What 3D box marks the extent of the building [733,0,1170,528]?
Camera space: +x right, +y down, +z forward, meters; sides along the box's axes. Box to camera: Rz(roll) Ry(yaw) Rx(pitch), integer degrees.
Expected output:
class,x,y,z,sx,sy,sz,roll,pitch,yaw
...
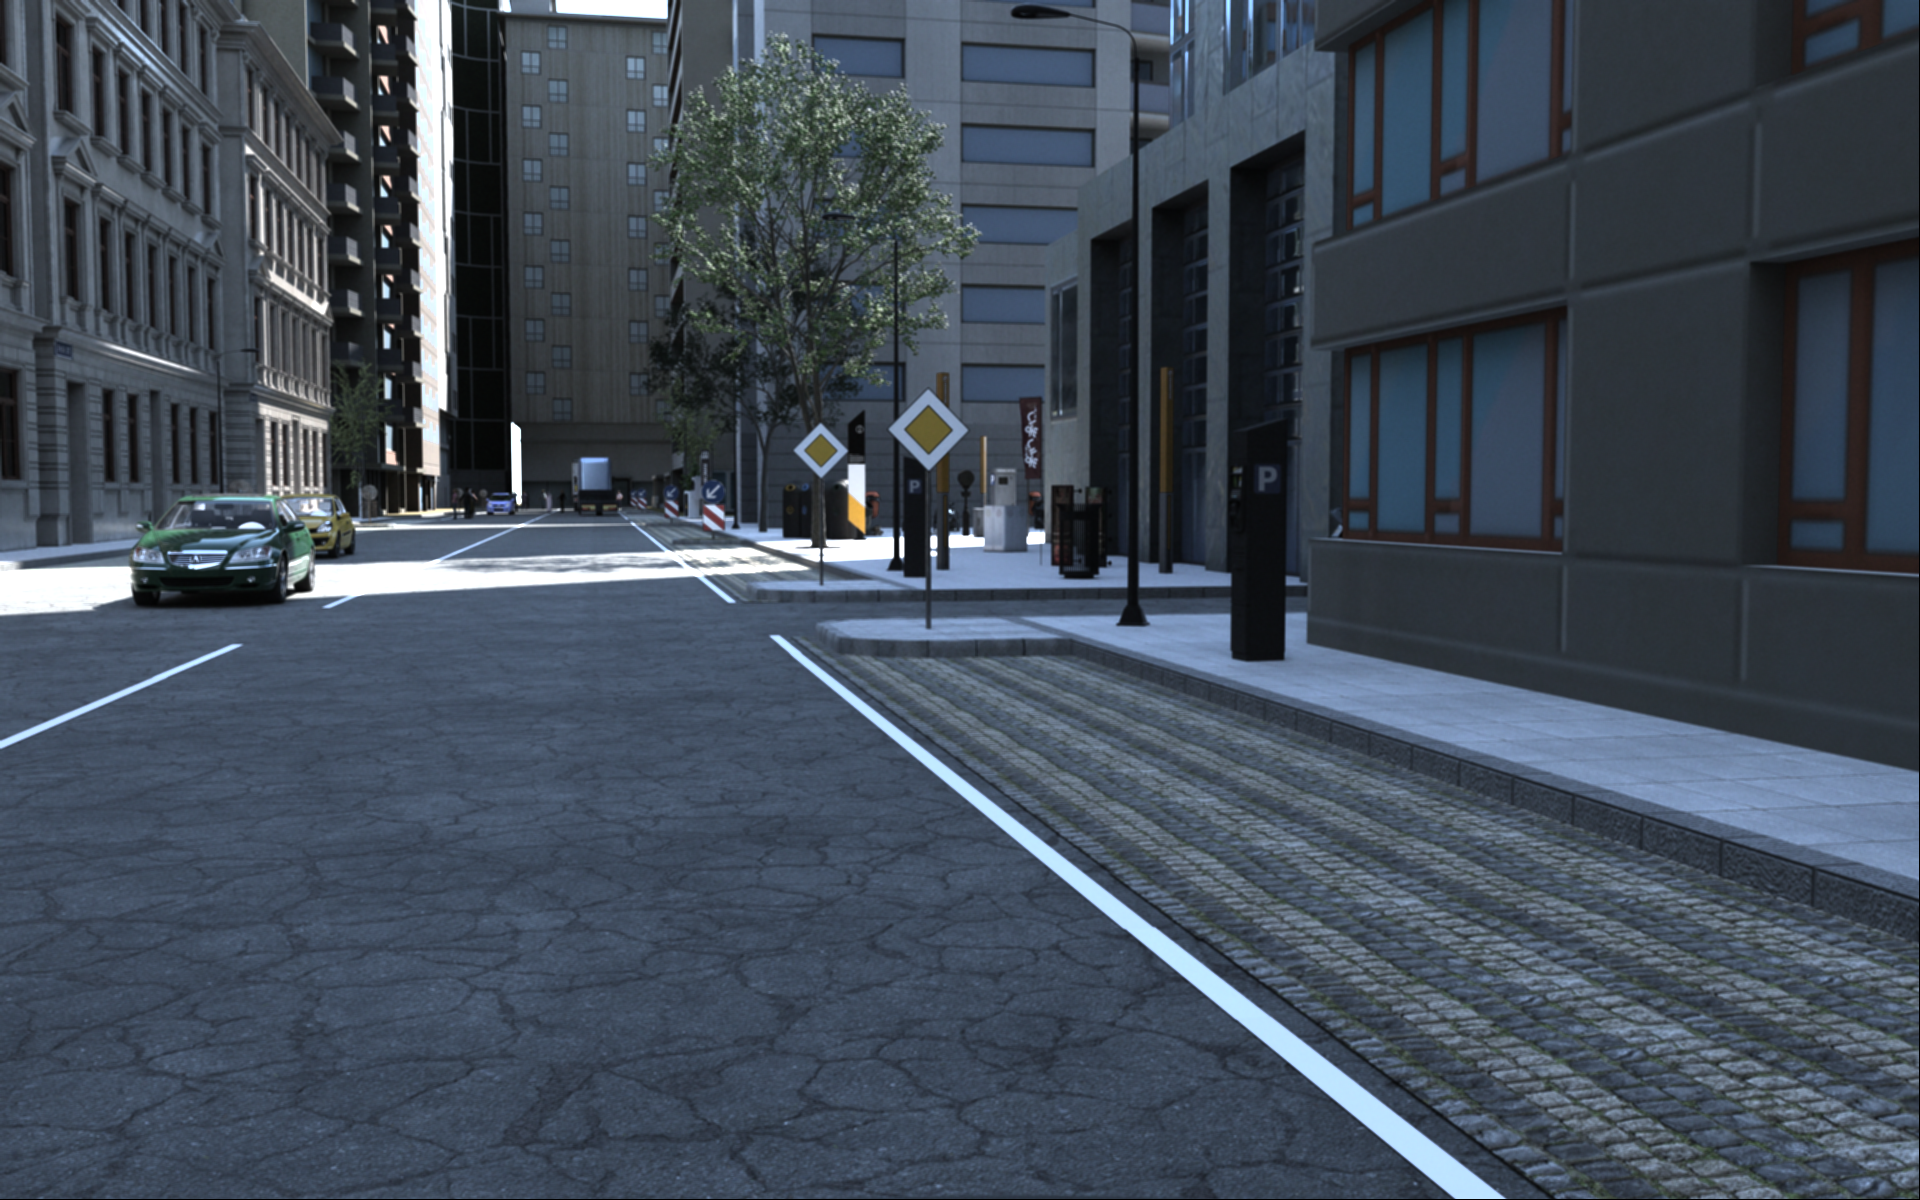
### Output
class,x,y,z,sx,sy,sz,roll,pitch,yaw
building,0.220,-32.820,78.600,21.231,58.520,28.212,-1,4,-12

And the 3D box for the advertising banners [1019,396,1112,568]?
class,x,y,z,sx,sy,sz,roll,pitch,yaw
advertising banners,1.845,-2.115,30.767,2.074,3.025,0.090,3,5,42

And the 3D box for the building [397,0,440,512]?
class,x,y,z,sx,sy,sz,roll,pitch,yaw
building,-46.762,-29.266,128.614,14.600,45.320,14.200,-1,4,-12

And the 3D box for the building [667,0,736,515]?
class,x,y,z,sx,sy,sz,roll,pitch,yaw
building,-8.447,-30.161,116.830,21.300,48.544,21.600,-1,4,-12

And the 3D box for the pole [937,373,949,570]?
class,x,y,z,sx,sy,sz,roll,pitch,yaw
pole,-0.289,-2.166,29.252,0.158,3.312,0.155,0,3,0

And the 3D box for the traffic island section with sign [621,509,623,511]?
class,x,y,z,sx,sy,sz,roll,pitch,yaw
traffic island section with sign,-28.478,-8.684,150.613,1.989,1.847,2.006,-1,4,-12

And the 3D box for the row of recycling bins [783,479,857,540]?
class,x,y,z,sx,sy,sz,roll,pitch,yaw
row of recycling bins,-3.990,-2.618,49.920,1.069,1.692,3.534,-2,4,-35

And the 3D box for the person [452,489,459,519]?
class,x,y,z,sx,sy,sz,roll,pitch,yaw
person,-28.773,-5.451,98.348,0.721,1.743,1.217,-1,4,-14

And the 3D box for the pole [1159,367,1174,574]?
class,x,y,z,sx,sy,sz,roll,pitch,yaw
pole,3.334,-2.086,27.953,0.158,3.312,0.155,0,3,0

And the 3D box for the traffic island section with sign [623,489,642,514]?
class,x,y,z,sx,sy,sz,roll,pitch,yaw
traffic island section with sign,-22.927,-7.071,124.233,1.989,1.847,2.006,-1,4,-12

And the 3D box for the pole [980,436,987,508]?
class,x,y,z,sx,sy,sz,roll,pitch,yaw
pole,0.829,-4.119,61.183,0.158,3.312,0.155,0,3,0

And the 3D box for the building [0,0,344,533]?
class,x,y,z,sx,sy,sz,roll,pitch,yaw
building,-32.846,-14.385,71.356,11.583,22.565,21.152,-1,4,-12

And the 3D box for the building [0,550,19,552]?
class,x,y,z,sx,sy,sz,roll,pitch,yaw
building,-24.491,-11.818,29.389,11.583,22.565,21.152,-1,4,-12

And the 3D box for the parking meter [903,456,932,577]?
class,x,y,z,sx,sy,sz,roll,pitch,yaw
parking meter,-0.657,-1.286,26.735,0.399,1.863,0.255,1,4,13

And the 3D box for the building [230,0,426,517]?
class,x,y,z,sx,sy,sz,roll,pitch,yaw
building,-45.401,-27.633,106.422,22.147,44.769,28.867,-1,4,-12

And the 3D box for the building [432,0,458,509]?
class,x,y,z,sx,sy,sz,roll,pitch,yaw
building,-58.760,-34.401,151.693,27.495,52.752,28.713,-1,4,-12

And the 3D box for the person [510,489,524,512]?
class,x,y,z,sx,sy,sz,roll,pitch,yaw
person,-35.879,-8.026,139.718,1.348,1.826,0.705,-2,4,-35

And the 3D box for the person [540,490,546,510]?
class,x,y,z,sx,sy,sz,roll,pitch,yaw
person,-38.600,-9.282,160.347,0.705,1.814,1.350,-2,4,-34

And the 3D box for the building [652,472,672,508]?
class,x,y,z,sx,sy,sz,roll,pitch,yaw
building,-12.804,-28.870,163.913,32.217,40.220,23.993,-1,4,-12

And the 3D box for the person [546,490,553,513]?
class,x,y,z,sx,sy,sz,roll,pitch,yaw
person,-30.643,-7.348,129.311,0.551,1.740,0.621,0,4,-2

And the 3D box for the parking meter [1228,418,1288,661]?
class,x,y,z,sx,sy,sz,roll,pitch,yaw
parking meter,2.295,-0.468,13.369,0.399,1.863,0.255,-1,4,-17

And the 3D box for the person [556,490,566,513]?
class,x,y,z,sx,sy,sz,roll,pitch,yaw
person,-30.526,-7.557,132.584,0.721,1.766,1.217,1,4,19

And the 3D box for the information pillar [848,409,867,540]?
class,x,y,z,sx,sy,sz,roll,pitch,yaw
information pillar,-2.846,-3.456,47.858,0.504,3.616,0.183,-1,4,-15

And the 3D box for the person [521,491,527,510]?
class,x,y,z,sx,sy,sz,roll,pitch,yaw
person,-39.109,-8.934,155.483,0.541,1.710,0.530,0,4,-8

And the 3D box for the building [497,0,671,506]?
class,x,y,z,sx,sy,sz,roll,pitch,yaw
building,-36.144,-36.904,192.618,27.495,52.752,28.713,-1,4,-12

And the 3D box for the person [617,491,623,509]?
class,x,y,z,sx,sy,sz,roll,pitch,yaw
person,-32.014,-9.358,162.433,0.756,1.711,0.436,3,5,43

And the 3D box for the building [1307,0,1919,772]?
class,x,y,z,sx,sy,sz,roll,pitch,yaw
building,19.477,-9.657,2.939,27.650,21.520,28.899,-1,4,-12

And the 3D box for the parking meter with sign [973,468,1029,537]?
class,x,y,z,sx,sy,sz,roll,pitch,yaw
parking meter with sign,1.263,-3.386,51.622,1.738,3.016,0.543,-1,4,-19

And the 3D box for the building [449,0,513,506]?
class,x,y,z,sx,sy,sz,roll,pitch,yaw
building,-58.863,-45.564,183.222,20.611,71.187,20.563,-1,4,-12

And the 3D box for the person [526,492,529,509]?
class,x,y,z,sx,sy,sz,roll,pitch,yaw
person,-42.812,-9.867,171.293,0.415,1.643,0.593,-1,4,-17

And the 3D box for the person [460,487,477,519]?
class,x,y,z,sx,sy,sz,roll,pitch,yaw
person,-28.666,-5.645,100.825,1.348,1.821,0.705,2,4,29

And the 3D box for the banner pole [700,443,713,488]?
class,x,y,z,sx,sy,sz,roll,pitch,yaw
banner pole,-12.374,-5.815,85.100,0.863,3.779,0.401,2,4,24

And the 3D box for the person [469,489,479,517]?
class,x,y,z,sx,sy,sz,roll,pitch,yaw
person,-30.052,-5.955,106.597,0.721,1.736,1.217,1,4,22

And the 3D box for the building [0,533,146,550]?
class,x,y,z,sx,sy,sz,roll,pitch,yaw
building,-28.839,-13.082,50.050,11.583,22.565,21.152,-1,4,-12

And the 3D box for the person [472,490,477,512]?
class,x,y,z,sx,sy,sz,roll,pitch,yaw
person,-36.593,-7.418,130.486,0.721,1.736,1.217,-3,4,-36

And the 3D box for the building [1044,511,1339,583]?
class,x,y,z,sx,sy,sz,roll,pitch,yaw
building,18.026,-44.220,35.664,31.000,86.520,22.319,-1,4,-12
